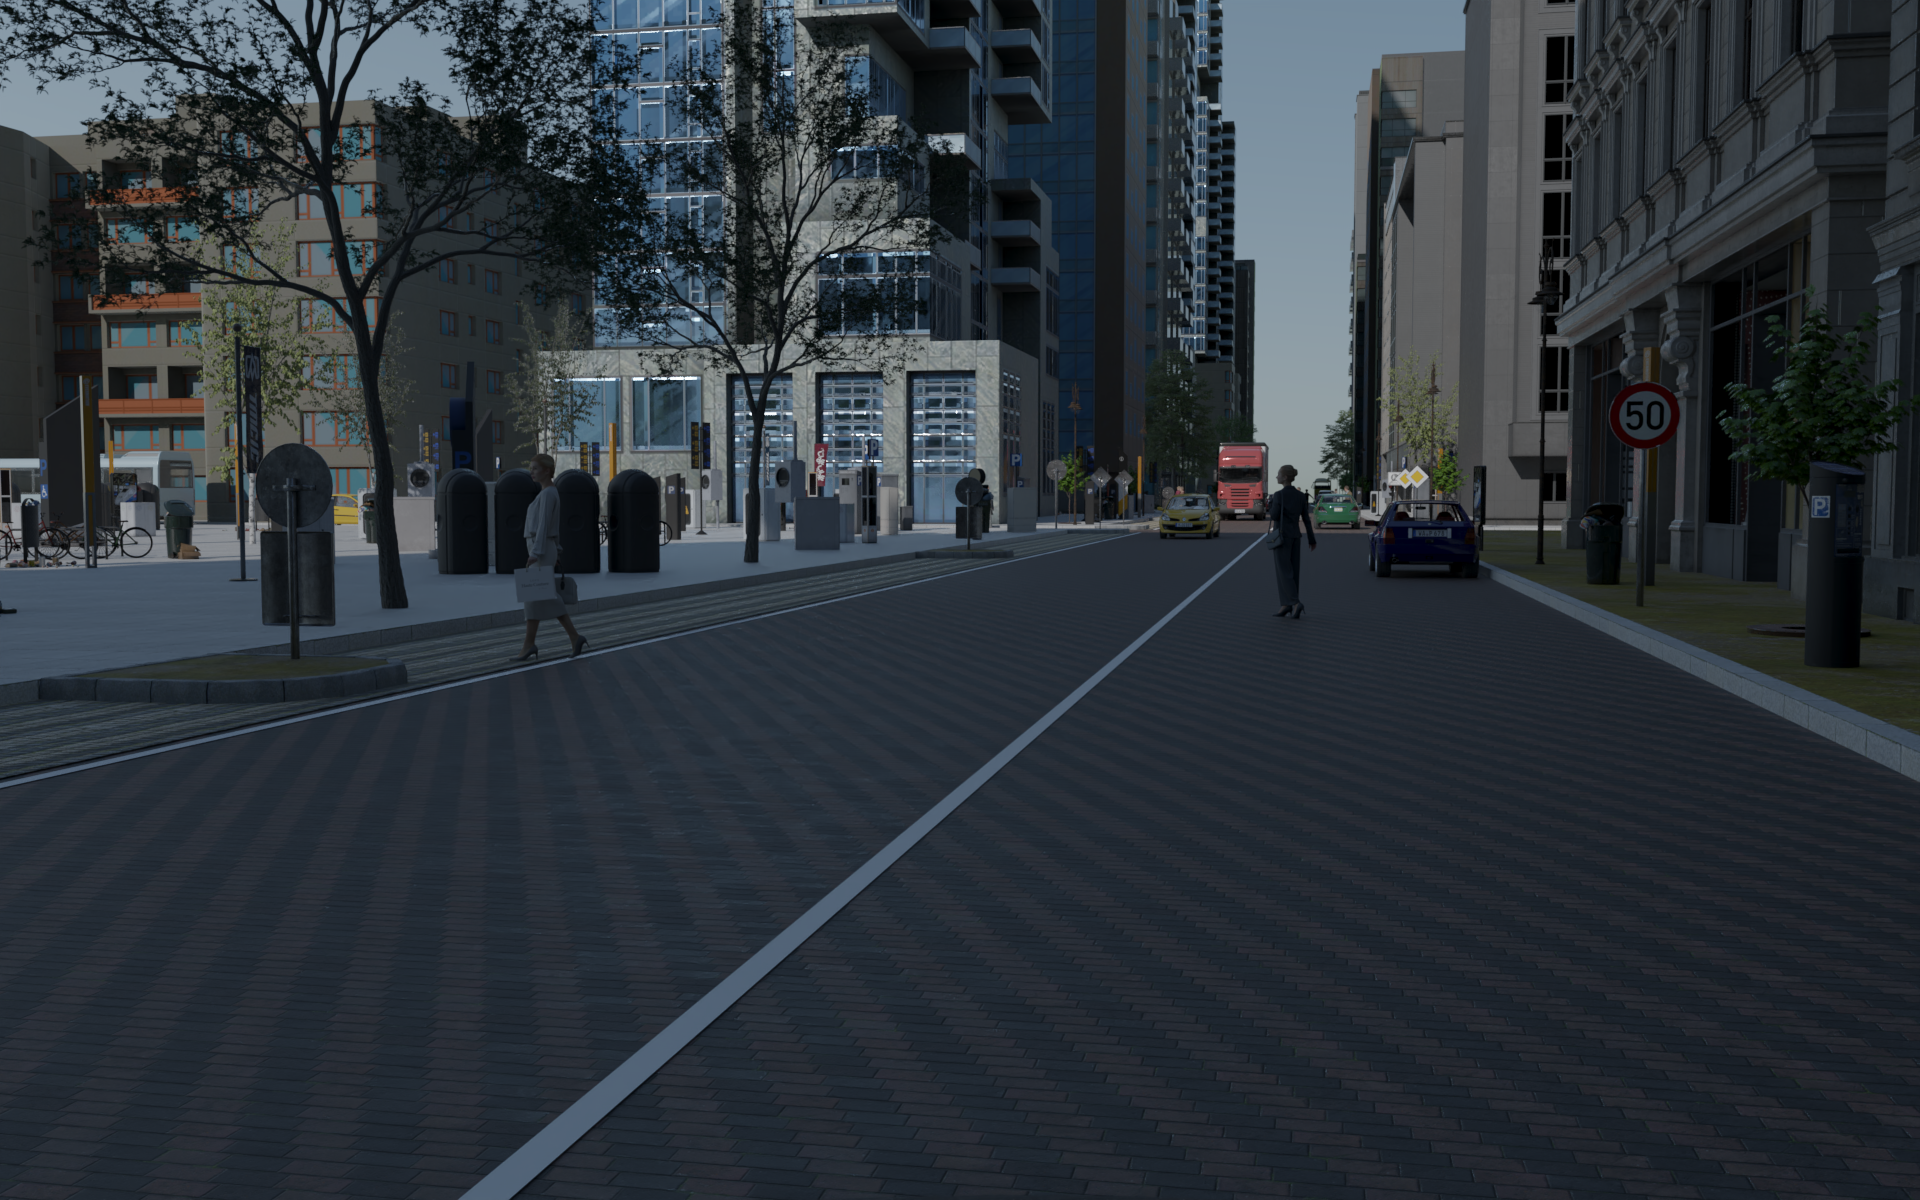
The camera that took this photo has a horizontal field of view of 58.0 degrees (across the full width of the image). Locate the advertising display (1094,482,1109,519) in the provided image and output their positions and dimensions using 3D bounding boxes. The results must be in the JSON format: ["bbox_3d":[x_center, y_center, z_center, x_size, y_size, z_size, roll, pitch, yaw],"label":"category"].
[{"bbox_3d":[7.373,-5.237,90.839,0.974,1.923,0.123,3,5,43],"label":"advertising display"}]

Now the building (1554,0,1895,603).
[{"bbox_3d":[18.355,-11.463,38.334,10.553,20.767,40.483,1,4,11],"label":"building"}]

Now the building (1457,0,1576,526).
[{"bbox_3d":[33.997,-17.079,72.745,24.014,27.812,14.314,1,4,11],"label":"building"}]

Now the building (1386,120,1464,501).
[{"bbox_3d":[33.829,-17.470,104.697,14.314,24.678,30.058,1,4,11],"label":"building"}]

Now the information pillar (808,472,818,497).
[{"bbox_3d":[-4.933,-3.282,58.153,0.304,2.012,0.304,0,4,-1],"label":"information pillar"}]

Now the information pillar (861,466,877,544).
[{"bbox_3d":[-2.358,-2.480,45.046,0.304,2.012,0.304,-3,4,-37],"label":"information pillar"}]

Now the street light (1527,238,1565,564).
[{"bbox_3d":[10.607,-3.591,31.495,0.468,5.910,1.993,1,4,11],"label":"street light"}]

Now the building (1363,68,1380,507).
[{"bbox_3d":[48.965,-32.297,178.159,14.600,45.320,14.200,1,4,11],"label":"building"}]

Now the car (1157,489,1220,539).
[{"bbox_3d":[7.519,-2.834,56.557,2.015,1.641,3.980,1,4,13],"label":"car"}]

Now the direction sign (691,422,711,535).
[{"bbox_3d":[-8.156,-3.826,54.545,0.379,3.537,0.876,2,4,34],"label":"direction sign"}]

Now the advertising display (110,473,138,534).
[{"bbox_3d":[-25.510,-2.915,52.866,0.123,1.923,0.974,1,4,19],"label":"advertising display"}]

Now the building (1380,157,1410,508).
[{"bbox_3d":[38.301,-19.101,130.318,12.078,24.808,19.932,1,4,11],"label":"building"}]

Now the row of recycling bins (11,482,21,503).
[{"bbox_3d":[-31.668,-2.939,55.170,3.534,1.692,1.069,0,4,1],"label":"row of recycling bins"}]

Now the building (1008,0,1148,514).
[{"bbox_3d":[5.093,-28.603,117.774,14.600,45.320,14.200,1,4,11],"label":"building"}]

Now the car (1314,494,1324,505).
[{"bbox_3d":[34.589,-9.307,164.171,2.014,1.417,4.499,1,4,11],"label":"car"}]

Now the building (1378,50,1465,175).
[{"bbox_3d":[46.465,-29.349,163.456,14.154,41.232,14.086,1,4,11],"label":"building"}]

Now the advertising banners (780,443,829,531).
[{"bbox_3d":[-5.546,-3.899,59.937,2.074,3.025,0.090,0,4,8],"label":"advertising banners"}]

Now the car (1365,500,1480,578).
[{"bbox_3d":[8.268,-1.129,31.047,1.945,1.354,3.894,1,4,11],"label":"car"}]

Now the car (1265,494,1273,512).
[{"bbox_3d":[25.743,-8.021,140.178,2.155,1.783,4.494,1,4,13],"label":"car"}]

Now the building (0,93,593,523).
[{"bbox_3d":[-36.983,-15.139,92.568,28.899,21.520,27.650,1,4,11],"label":"building"}]

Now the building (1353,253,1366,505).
[{"bbox_3d":[54.416,-26.652,207.460,14.160,30.474,14.107,1,4,11],"label":"building"}]

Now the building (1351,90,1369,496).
[{"bbox_3d":[67.755,-43.392,251.458,21.231,58.520,28.212,1,4,11],"label":"building"}]

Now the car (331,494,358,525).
[{"bbox_3d":[-25.796,-3.890,73.828,3.980,1.641,2.015,1,4,12],"label":"car"}]

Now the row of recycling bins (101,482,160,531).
[{"bbox_3d":[-29.415,-3.279,60.732,1.069,1.692,3.534,1,4,10],"label":"row of recycling bins"}]

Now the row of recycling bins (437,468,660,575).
[{"bbox_3d":[-6.674,-1.288,28.172,3.534,1.692,1.069,-1,4,-11],"label":"row of recycling bins"}]

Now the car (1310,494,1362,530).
[{"bbox_3d":[15.558,-3.655,71.555,2.131,1.459,4.920,1,4,11],"label":"car"}]

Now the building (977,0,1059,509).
[{"bbox_3d":[16.115,-53.747,191.437,22.319,86.520,31.000,1,4,11],"label":"building"}]

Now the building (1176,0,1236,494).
[{"bbox_3d":[33.481,-58.702,272.441,22.319,86.520,31.000,1,4,11],"label":"building"}]

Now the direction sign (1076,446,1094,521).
[{"bbox_3d":[5.878,-5.470,81.431,0.876,3.537,0.379,1,4,19],"label":"direction sign"}]

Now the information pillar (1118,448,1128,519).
[{"bbox_3d":[8.228,-5.886,87.592,0.504,3.616,0.183,-1,4,-16],"label":"information pillar"}]

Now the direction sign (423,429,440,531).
[{"bbox_3d":[-18.441,-4.186,60.437,0.876,3.537,0.379,2,4,35],"label":"direction sign"}]

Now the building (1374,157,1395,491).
[{"bbox_3d":[43.178,-23.142,150.078,14.160,30.474,14.107,1,4,11],"label":"building"}]

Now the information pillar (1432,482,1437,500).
[{"bbox_3d":[23.128,-4.873,84.160,0.304,2.012,0.304,-2,4,-26],"label":"information pillar"}]

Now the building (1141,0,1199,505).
[{"bbox_3d":[10.184,-33.204,162.487,23.786,49.044,30.456,1,4,11],"label":"building"}]

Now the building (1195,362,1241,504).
[{"bbox_3d":[25.123,-24.473,245.168,27.650,21.520,28.899,1,4,11],"label":"building"}]

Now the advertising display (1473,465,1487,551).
[{"bbox_3d":[11.796,-2.087,39.340,0.123,1.923,0.974,0,4,7],"label":"advertising display"}]

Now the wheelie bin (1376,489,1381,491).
[{"bbox_3d":[26.242,-6.150,108.461,0.693,1.594,0.980,3,4,36],"label":"wheelie bin"}]

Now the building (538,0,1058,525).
[{"bbox_3d":[-6.200,-47.399,87.642,22.319,86.520,31.000,1,4,11],"label":"building"}]

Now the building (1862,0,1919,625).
[{"bbox_3d":[12.574,-9.742,8.441,9.793,20.994,18.267,1,4,11],"label":"building"}]

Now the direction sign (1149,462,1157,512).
[{"bbox_3d":[13.584,-7.942,121.843,0.379,3.537,0.876,3,5,41],"label":"direction sign"}]

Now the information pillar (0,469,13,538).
[{"bbox_3d":[-27.669,-2.796,50.200,0.304,2.012,0.304,-2,4,-35],"label":"information pillar"}]

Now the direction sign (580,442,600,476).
[{"bbox_3d":[-16.077,-5.095,75.299,0.876,3.537,0.379,-2,4,-30],"label":"direction sign"}]

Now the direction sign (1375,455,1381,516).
[{"bbox_3d":[24.292,-6.635,100.475,0.379,3.537,0.876,0,4,-2],"label":"direction sign"}]

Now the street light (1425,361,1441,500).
[{"bbox_3d":[16.500,-5.367,60.533,0.468,5.910,1.993,1,4,11],"label":"street light"}]

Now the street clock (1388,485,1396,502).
[{"bbox_3d":[20.302,-4.697,81.367,0.358,2.002,0.471,-1,4,-9],"label":"street clock"}]

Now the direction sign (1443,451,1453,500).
[{"bbox_3d":[25.545,-6.066,91.182,0.876,3.537,0.379,-1,4,-13],"label":"direction sign"}]

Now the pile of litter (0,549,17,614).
[{"bbox_3d":[-10.758,-0.279,18.527,1.176,0.858,1.719,-2,4,-26],"label":"pile of litter"}]

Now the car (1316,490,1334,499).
[{"bbox_3d":[37.733,-10.366,178.150,2.281,1.827,5.304,1,4,13],"label":"car"}]

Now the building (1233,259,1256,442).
[{"bbox_3d":[42.770,-37.389,294.897,14.154,41.232,14.086,1,4,11],"label":"building"}]

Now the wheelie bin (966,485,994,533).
[{"bbox_3d":[0.673,-3.019,57.273,0.980,1.594,0.693,-1,4,-20],"label":"wheelie bin"}]

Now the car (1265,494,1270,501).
[{"bbox_3d":[28.210,-9.024,157.767,2.015,1.641,3.980,1,4,10],"label":"car"}]

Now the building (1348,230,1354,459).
[{"bbox_3d":[74.381,-40.408,280.281,23.786,49.044,30.456,1,4,11],"label":"building"}]

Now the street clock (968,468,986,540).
[{"bbox_3d":[0.477,-2.689,48.541,0.471,2.002,0.358,3,5,43],"label":"street clock"}]
